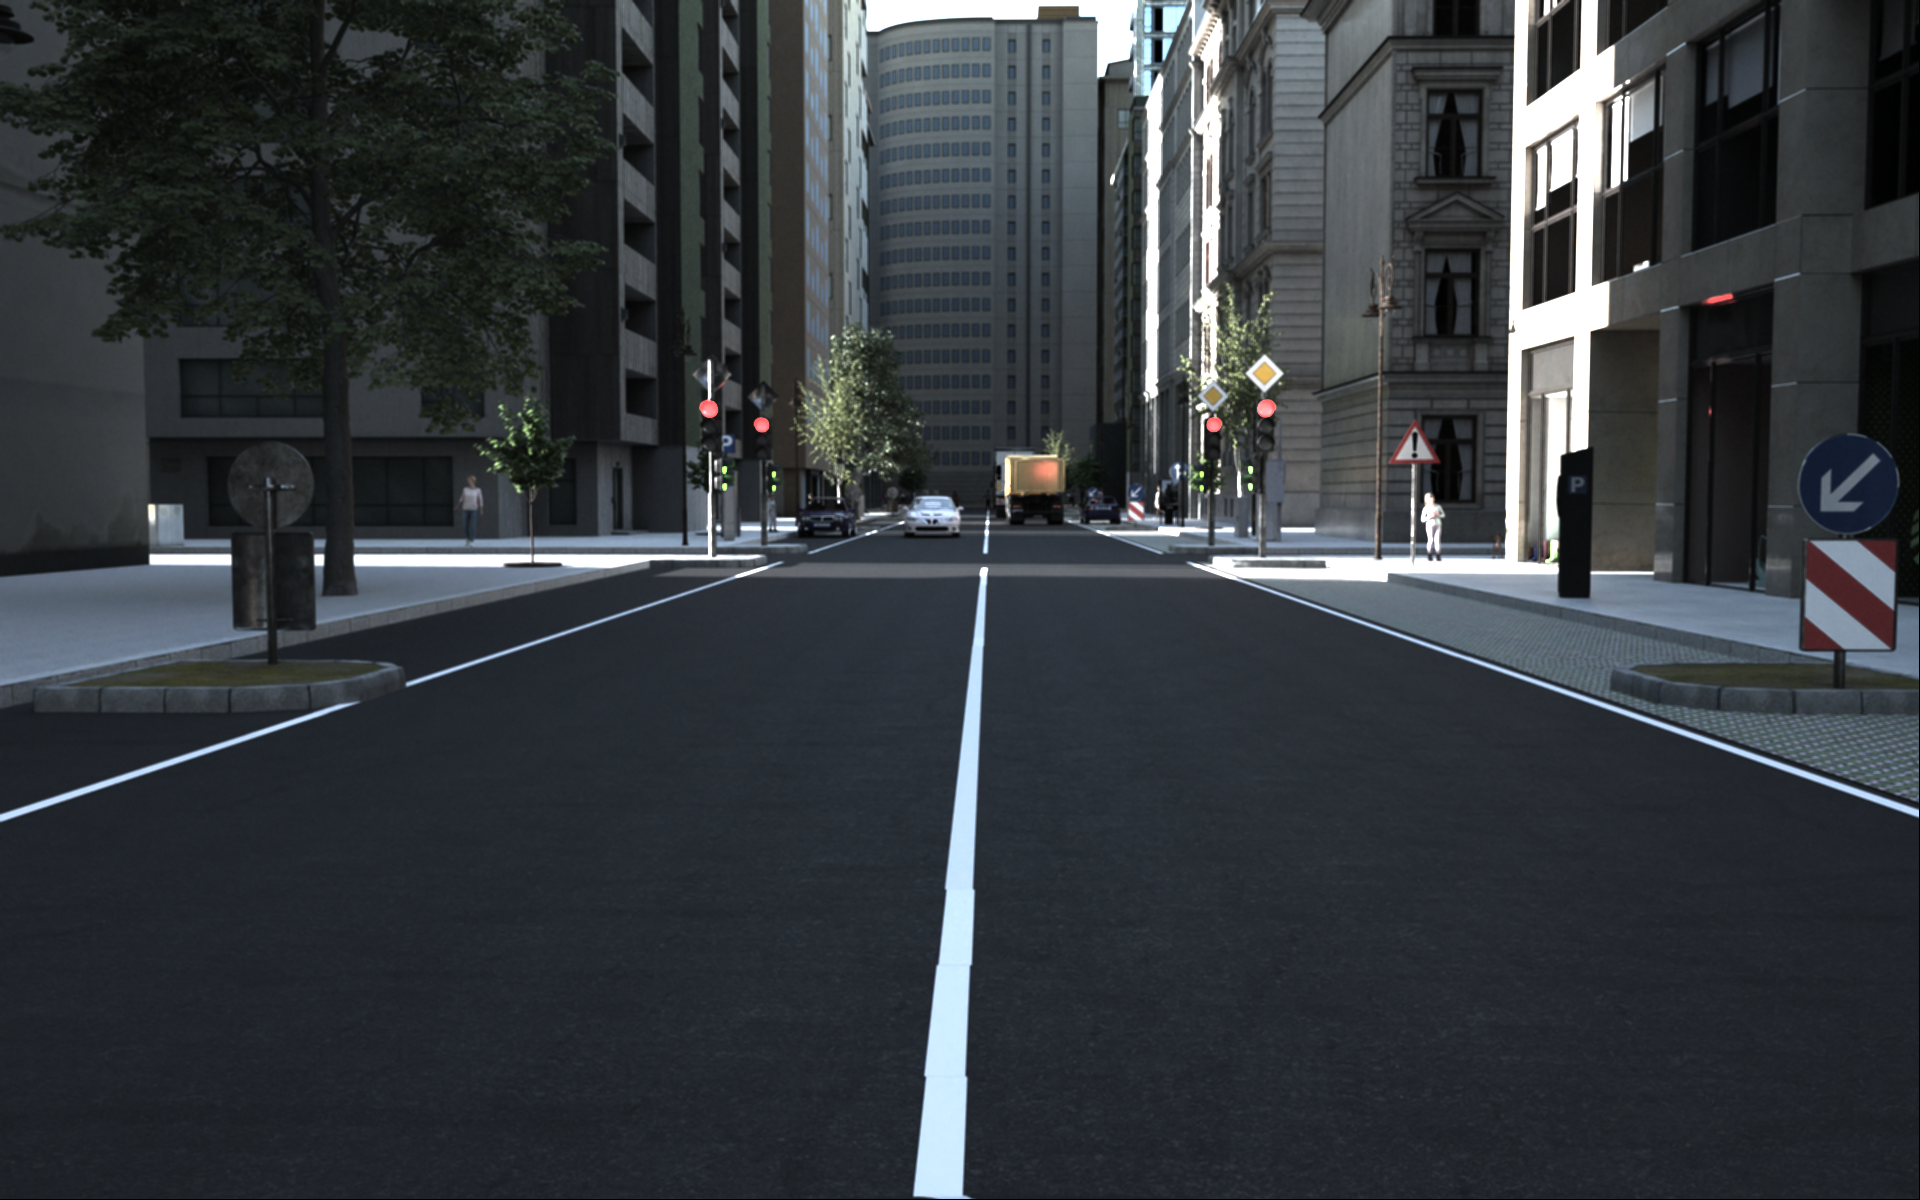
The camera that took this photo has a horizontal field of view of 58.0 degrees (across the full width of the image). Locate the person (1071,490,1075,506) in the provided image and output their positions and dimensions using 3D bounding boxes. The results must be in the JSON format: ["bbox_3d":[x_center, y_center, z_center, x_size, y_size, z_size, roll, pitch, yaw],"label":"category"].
[{"bbox_3d":[11.647,-10.539,179.064,0.721,1.736,1.217,-1,4,-15],"label":"person"}]

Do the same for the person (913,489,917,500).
[{"bbox_3d":[-3.312,-7.354,128.730,0.705,1.826,1.348,1,4,8],"label":"person"}]

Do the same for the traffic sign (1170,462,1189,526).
[{"bbox_3d":[8.679,-4.188,68.579,0.768,2.556,0.104,0,4,5],"label":"traffic sign"}]

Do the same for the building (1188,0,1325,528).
[{"bbox_3d":[18.171,-17.661,76.151,14.401,28.519,23.554,0,4,1],"label":"building"}]

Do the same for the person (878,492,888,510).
[{"bbox_3d":[-6.121,-7.880,138.104,0.991,1.433,0.599,1,4,10],"label":"person"}]

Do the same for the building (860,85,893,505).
[{"bbox_3d":[-22.096,-32.168,180.576,28.867,44.769,22.147,0,4,1],"label":"building"}]

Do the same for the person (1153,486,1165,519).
[{"bbox_3d":[10.357,-5.066,89.618,0.760,1.731,0.466,0,4,-7],"label":"person"}]

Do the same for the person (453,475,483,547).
[{"bbox_3d":[-12.019,-2.180,42.352,0.731,1.740,0.598,0,4,-7],"label":"person"}]

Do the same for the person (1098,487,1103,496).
[{"bbox_3d":[9.320,-6.645,115.520,0.643,1.720,0.563,-3,5,-40],"label":"person"}]

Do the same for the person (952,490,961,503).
[{"bbox_3d":[-0.329,-8.163,142.680,0.721,1.743,1.217,-2,4,-35],"label":"person"}]

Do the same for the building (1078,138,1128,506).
[{"bbox_3d":[28.696,-29.769,178.612,32.217,40.220,23.993,0,4,1],"label":"building"}]

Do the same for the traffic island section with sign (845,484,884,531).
[{"bbox_3d":[-4.138,-3.615,67.741,1.989,1.847,2.006,0,4,1],"label":"traffic island section with sign"}]

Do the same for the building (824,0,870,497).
[{"bbox_3d":[-21.195,-33.212,132.262,28.713,52.752,27.495,0,4,1],"label":"building"}]

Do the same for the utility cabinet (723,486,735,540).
[{"bbox_3d":[-6.433,-2.411,48.092,0.318,1.500,1.173,-1,4,-9],"label":"utility cabinet"}]

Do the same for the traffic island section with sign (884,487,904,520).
[{"bbox_3d":[-3.664,-5.319,95.590,1.989,1.847,2.006,0,4,1],"label":"traffic island section with sign"}]

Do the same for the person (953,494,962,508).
[{"bbox_3d":[-0.292,-7.340,131.765,1.065,1.426,0.557,-1,4,-23],"label":"person"}]

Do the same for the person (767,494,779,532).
[{"bbox_3d":[-6.255,-2.918,58.028,0.394,1.301,0.425,0,4,4],"label":"person"}]

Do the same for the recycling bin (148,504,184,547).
[{"bbox_3d":[-19.630,-1.840,42.635,0.722,1.027,0.722,2,4,34],"label":"recycling bin"}]

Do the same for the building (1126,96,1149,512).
[{"bbox_3d":[19.328,-21.860,129.105,14.160,30.474,14.107,0,4,1],"label":"building"}]

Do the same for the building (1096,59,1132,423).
[{"bbox_3d":[30.150,-38.397,217.031,27.495,52.752,28.713,0,4,1],"label":"building"}]

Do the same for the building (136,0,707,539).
[{"bbox_3d":[-16.204,-17.294,54.457,14.160,30.474,14.107,0,4,1],"label":"building"}]

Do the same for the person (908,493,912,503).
[{"bbox_3d":[-5.265,-11.094,190.650,0.991,1.433,0.599,-2,4,-31],"label":"person"}]

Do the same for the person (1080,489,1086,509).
[{"bbox_3d":[10.873,-9.042,153.887,0.705,1.822,1.348,2,4,24],"label":"person"}]

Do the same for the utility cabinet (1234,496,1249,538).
[{"bbox_3d":[8.333,-2.457,51.334,0.306,1.237,1.020,0,4,2],"label":"utility cabinet"}]

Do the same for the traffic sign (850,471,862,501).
[{"bbox_3d":[-5.839,-5.905,96.644,0.768,2.556,0.104,0,4,7],"label":"traffic sign"}]

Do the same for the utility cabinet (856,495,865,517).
[{"bbox_3d":[-5.673,-5.296,97.748,0.306,1.237,1.020,1,4,13],"label":"utility cabinet"}]

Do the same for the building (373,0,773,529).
[{"bbox_3d":[-16.202,-18.644,76.527,14.160,30.474,14.107,0,4,1],"label":"building"}]

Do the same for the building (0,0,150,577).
[{"bbox_3d":[-25.447,-24.216,19.631,21.600,48.544,21.300,0,4,1],"label":"building"}]

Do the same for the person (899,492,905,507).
[{"bbox_3d":[-5.287,-9.026,156.811,0.628,1.438,0.799,0,4,-1],"label":"person"}]

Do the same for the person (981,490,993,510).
[{"bbox_3d":[2.436,-8.740,151.407,1.348,1.823,0.705,3,5,42],"label":"person"}]

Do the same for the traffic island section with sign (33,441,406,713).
[{"bbox_3d":[-5.091,-0.224,12.297,1.989,1.847,2.006,0,4,1],"label":"traffic island section with sign"}]

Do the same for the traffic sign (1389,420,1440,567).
[{"bbox_3d":[7.946,-1.855,30.329,0.884,2.594,0.081,0,4,5],"label":"traffic sign"}]

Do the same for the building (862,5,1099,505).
[{"bbox_3d":[2.231,-41.057,213.277,28.212,58.520,21.231,0,4,1],"label":"building"}]

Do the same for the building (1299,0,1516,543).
[{"bbox_3d":[20.192,-11.292,49.259,19.286,19.102,10.561,0,4,1],"label":"building"}]

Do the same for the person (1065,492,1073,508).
[{"bbox_3d":[10.297,-9.470,164.064,0.799,1.438,0.628,0,4,-3],"label":"person"}]

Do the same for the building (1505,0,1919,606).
[{"bbox_3d":[19.718,-12.881,15.124,19.350,26.468,34.151,0,4,1],"label":"building"}]

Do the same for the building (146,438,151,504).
[{"bbox_3d":[-32.068,-22.646,53.856,14.086,41.232,14.154,0,4,1],"label":"building"}]

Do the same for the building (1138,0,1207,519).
[{"bbox_3d":[17.443,-19.894,102.760,11.434,29.767,29.804,0,4,1],"label":"building"}]

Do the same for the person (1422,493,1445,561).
[{"bbox_3d":[9.102,-1.401,33.232,0.425,1.301,0.394,-1,4,-11],"label":"person"}]

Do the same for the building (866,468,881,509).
[{"bbox_3d":[-17.670,-43.906,156.123,20.563,71.187,20.611,0,4,1],"label":"building"}]

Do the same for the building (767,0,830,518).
[{"bbox_3d":[-15.127,-27.503,99.782,14.600,45.320,14.200,0,4,1],"label":"building"}]

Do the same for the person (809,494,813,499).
[{"bbox_3d":[-7.162,-4.507,83.976,0.590,1.304,0.306,-2,4,-32],"label":"person"}]

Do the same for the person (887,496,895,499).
[{"bbox_3d":[-5.736,-8.456,144.857,0.434,1.755,0.990,3,5,43],"label":"person"}]

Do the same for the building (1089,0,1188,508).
[{"bbox_3d":[23.420,-51.203,149.839,22.319,86.520,31.000,0,4,1],"label":"building"}]
